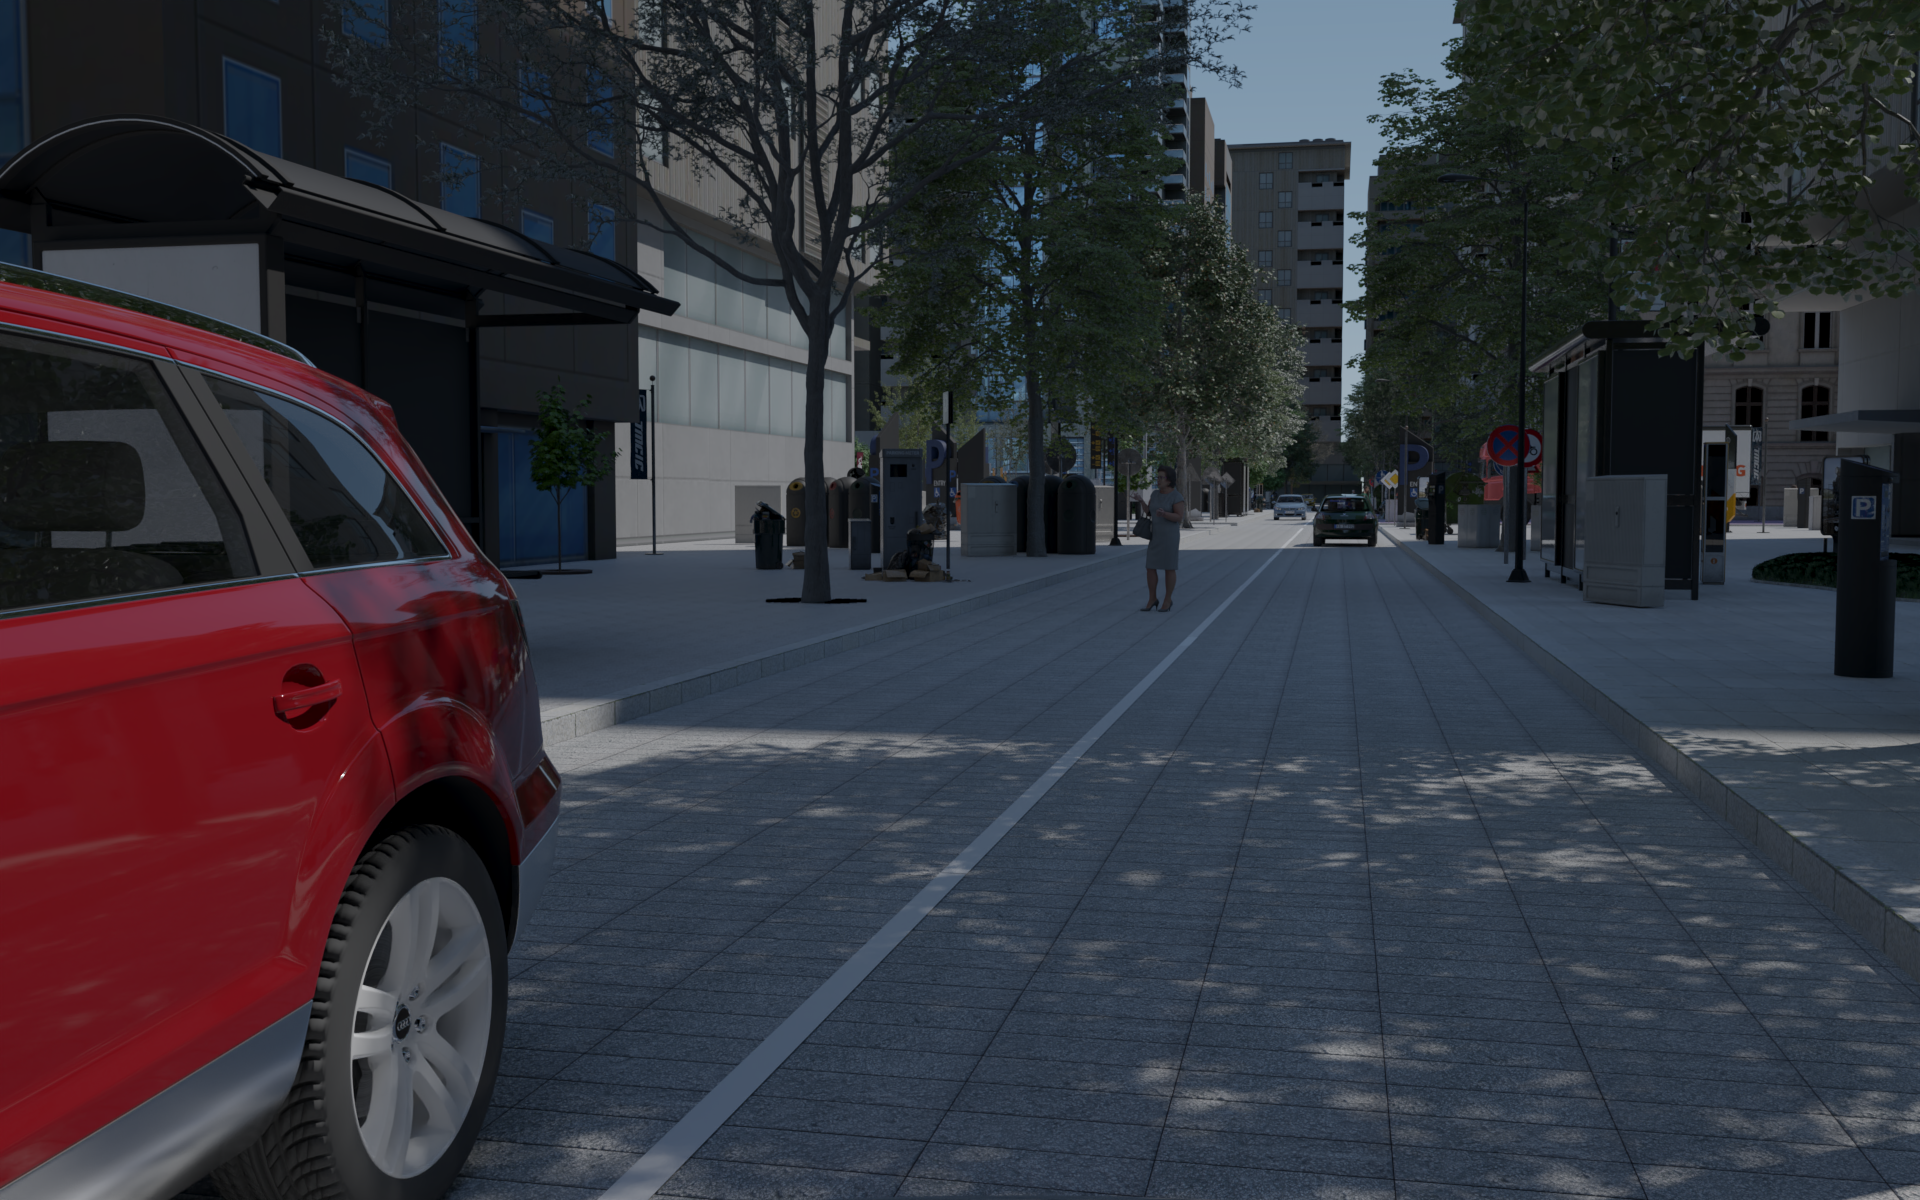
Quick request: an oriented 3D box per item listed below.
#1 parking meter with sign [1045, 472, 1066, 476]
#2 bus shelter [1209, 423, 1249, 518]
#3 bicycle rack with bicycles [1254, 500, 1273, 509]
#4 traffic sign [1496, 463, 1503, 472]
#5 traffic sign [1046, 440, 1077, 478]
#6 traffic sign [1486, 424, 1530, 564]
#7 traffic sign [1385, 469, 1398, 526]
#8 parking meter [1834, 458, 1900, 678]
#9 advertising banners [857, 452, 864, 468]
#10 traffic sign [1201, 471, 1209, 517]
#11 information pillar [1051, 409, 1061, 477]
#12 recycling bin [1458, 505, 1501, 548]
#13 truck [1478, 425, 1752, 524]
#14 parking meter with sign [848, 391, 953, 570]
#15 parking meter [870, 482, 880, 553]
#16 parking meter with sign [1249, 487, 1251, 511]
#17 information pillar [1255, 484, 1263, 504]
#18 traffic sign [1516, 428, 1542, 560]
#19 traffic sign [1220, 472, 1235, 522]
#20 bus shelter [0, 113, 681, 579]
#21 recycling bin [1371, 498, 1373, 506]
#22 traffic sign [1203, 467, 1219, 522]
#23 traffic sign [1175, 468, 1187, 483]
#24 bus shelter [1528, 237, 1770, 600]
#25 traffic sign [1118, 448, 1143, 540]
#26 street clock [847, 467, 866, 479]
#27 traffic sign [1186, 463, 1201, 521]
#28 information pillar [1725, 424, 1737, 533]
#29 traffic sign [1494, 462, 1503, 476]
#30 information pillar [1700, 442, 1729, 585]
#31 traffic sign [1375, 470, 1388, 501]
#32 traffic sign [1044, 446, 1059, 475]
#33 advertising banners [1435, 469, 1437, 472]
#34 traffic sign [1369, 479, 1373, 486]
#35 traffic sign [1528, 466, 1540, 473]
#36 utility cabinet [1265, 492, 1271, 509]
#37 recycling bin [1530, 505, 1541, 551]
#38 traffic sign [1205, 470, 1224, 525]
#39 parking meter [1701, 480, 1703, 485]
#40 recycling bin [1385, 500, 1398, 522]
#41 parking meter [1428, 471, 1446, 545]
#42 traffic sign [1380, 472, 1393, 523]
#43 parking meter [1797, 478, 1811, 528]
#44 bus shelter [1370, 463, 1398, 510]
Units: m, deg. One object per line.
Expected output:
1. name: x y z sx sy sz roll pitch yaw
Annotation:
1. parking meter with sign: 8.173 -9.489 151.400 1.738 3.016 0.543 1 4 20
2. bus shelter: 15.228 -7.350 97.810 2.179 5.291 8.768 1 4 12
3. bicycle rack with bicycles: 25.009 -8.141 146.480 2.925 0.926 2.852 0 4 8
4. traffic sign: 13.781 -2.645 43.349 0.768 2.556 0.104 1 4 20
5. traffic sign: 2.376 -2.494 40.889 0.768 2.556 0.104 1 4 21
6. traffic sign: 10.031 -1.935 31.738 0.768 2.556 0.104 1 4 16
7. traffic sign: 17.576 -4.058 69.989 0.795 2.450 0.064 1 4 12
8. parking meter: 6.380 -0.231 12.186 0.372 1.533 0.369 0 3 0
9. advertising banners: -4.512 -4.587 71.180 0.090 3.025 2.074 2 4 29
10. traffic sign: 13.693 -6.008 98.231 0.884 2.594 0.081 1 4 17
11. information pillar: 2.609 -3.425 47.351 0.183 3.616 0.504 -1 4 -22
12. recycling bin: 12.424 -1.768 41.465 0.722 1.027 0.722 -2 4 -26
13. truck: 26.936 -5.130 72.789 11.283 4.237 2.839 1 4 13
14. parking meter with sign: -1.016 -2.029 29.432 1.738 3.016 0.543 -1 4 -10
15. parking meter: -1.772 -1.787 37.629 0.372 1.533 0.369 0 3 0
16. parking meter with sign: 22.197 -8.418 133.893 0.543 3.016 1.738 0 4 -1
17. information pillar: 21.786 -7.425 125.891 0.304 2.012 0.304 -2 4 -27
18. traffic sign: 10.978 -2.052 33.649 0.768 2.556 0.104 1 4 15
19. traffic sign: 12.201 -4.630 79.348 0.795 2.450 0.064 1 4 12
20. bus shelter: -3.894 -1.103 11.957 2.014 3.302 5.546 1 4 12
21. recycling bin: 29.376 -6.775 123.331 0.722 1.027 0.722 2 4 28
22. traffic sign: 11.592 -4.890 80.050 0.768 2.556 0.104 1 4 19
23. traffic sign: 10.006 -4.869 79.615 0.884 2.594 0.081 1 4 16
24. bus shelter: 9.491 -2.896 24.984 2.179 5.291 8.768 1 4 12
25. traffic sign: 4.679 -2.937 48.121 0.768 2.556 0.104 1 4 13
26. street clock: -2.811 -2.597 47.026 0.471 2.002 0.358 -1 4 -22
27. traffic sign: 9.566 -4.404 72.003 0.884 2.594 0.081 1 4 20
28. information pillar: 25.508 -4.039 57.391 0.183 3.616 0.504 -1 4 -18
29. traffic sign: 15.787 -3.052 50.013 0.768 2.556 0.104 1 4 13
30. information pillar: 10.693 -1.227 24.557 0.304 2.012 0.304 1 4 18
31. traffic sign: 22.575 -5.651 92.504 0.768 2.556 0.104 1 4 19
32. traffic sign: 2.419 -2.788 45.690 0.768 2.556 0.104 1 4 18
33. advertising banners: 33.838 -7.820 124.047 0.090 3.025 2.074 0 4 -1
34. traffic sign: 28.761 -7.342 120.145 0.768 2.556 0.104 1 4 21
35. traffic sign: 14.348 -2.707 44.264 0.884 2.594 0.081 1 4 20
36. utility cabinet: 27.026 -8.761 151.919 0.318 1.500 1.173 1 4 19
37. recycling bin: 13.315 -1.609 38.855 0.722 1.027 0.722 -2 4 -24
38. traffic sign: 10.501 -4.153 71.545 0.795 2.450 0.064 1 4 12
39. parking meter: 29.233 -3.834 68.394 0.399 1.863 0.255 2 4 31
40. recycling bin: 19.959 -4.092 79.456 0.722 1.027 0.722 2 4 28
41. parking meter: 12.140 -2.350 44.126 0.399 1.863 0.255 -2 4 -32
42. traffic sign: 19.275 -4.535 77.792 0.795 2.450 0.064 1 4 12
43. parking meter: 31.548 -3.612 64.772 0.255 1.863 0.399 -2 4 -24
44. bus shelter: 28.449 -7.446 115.659 2.014 3.302 5.546 1 4 12
